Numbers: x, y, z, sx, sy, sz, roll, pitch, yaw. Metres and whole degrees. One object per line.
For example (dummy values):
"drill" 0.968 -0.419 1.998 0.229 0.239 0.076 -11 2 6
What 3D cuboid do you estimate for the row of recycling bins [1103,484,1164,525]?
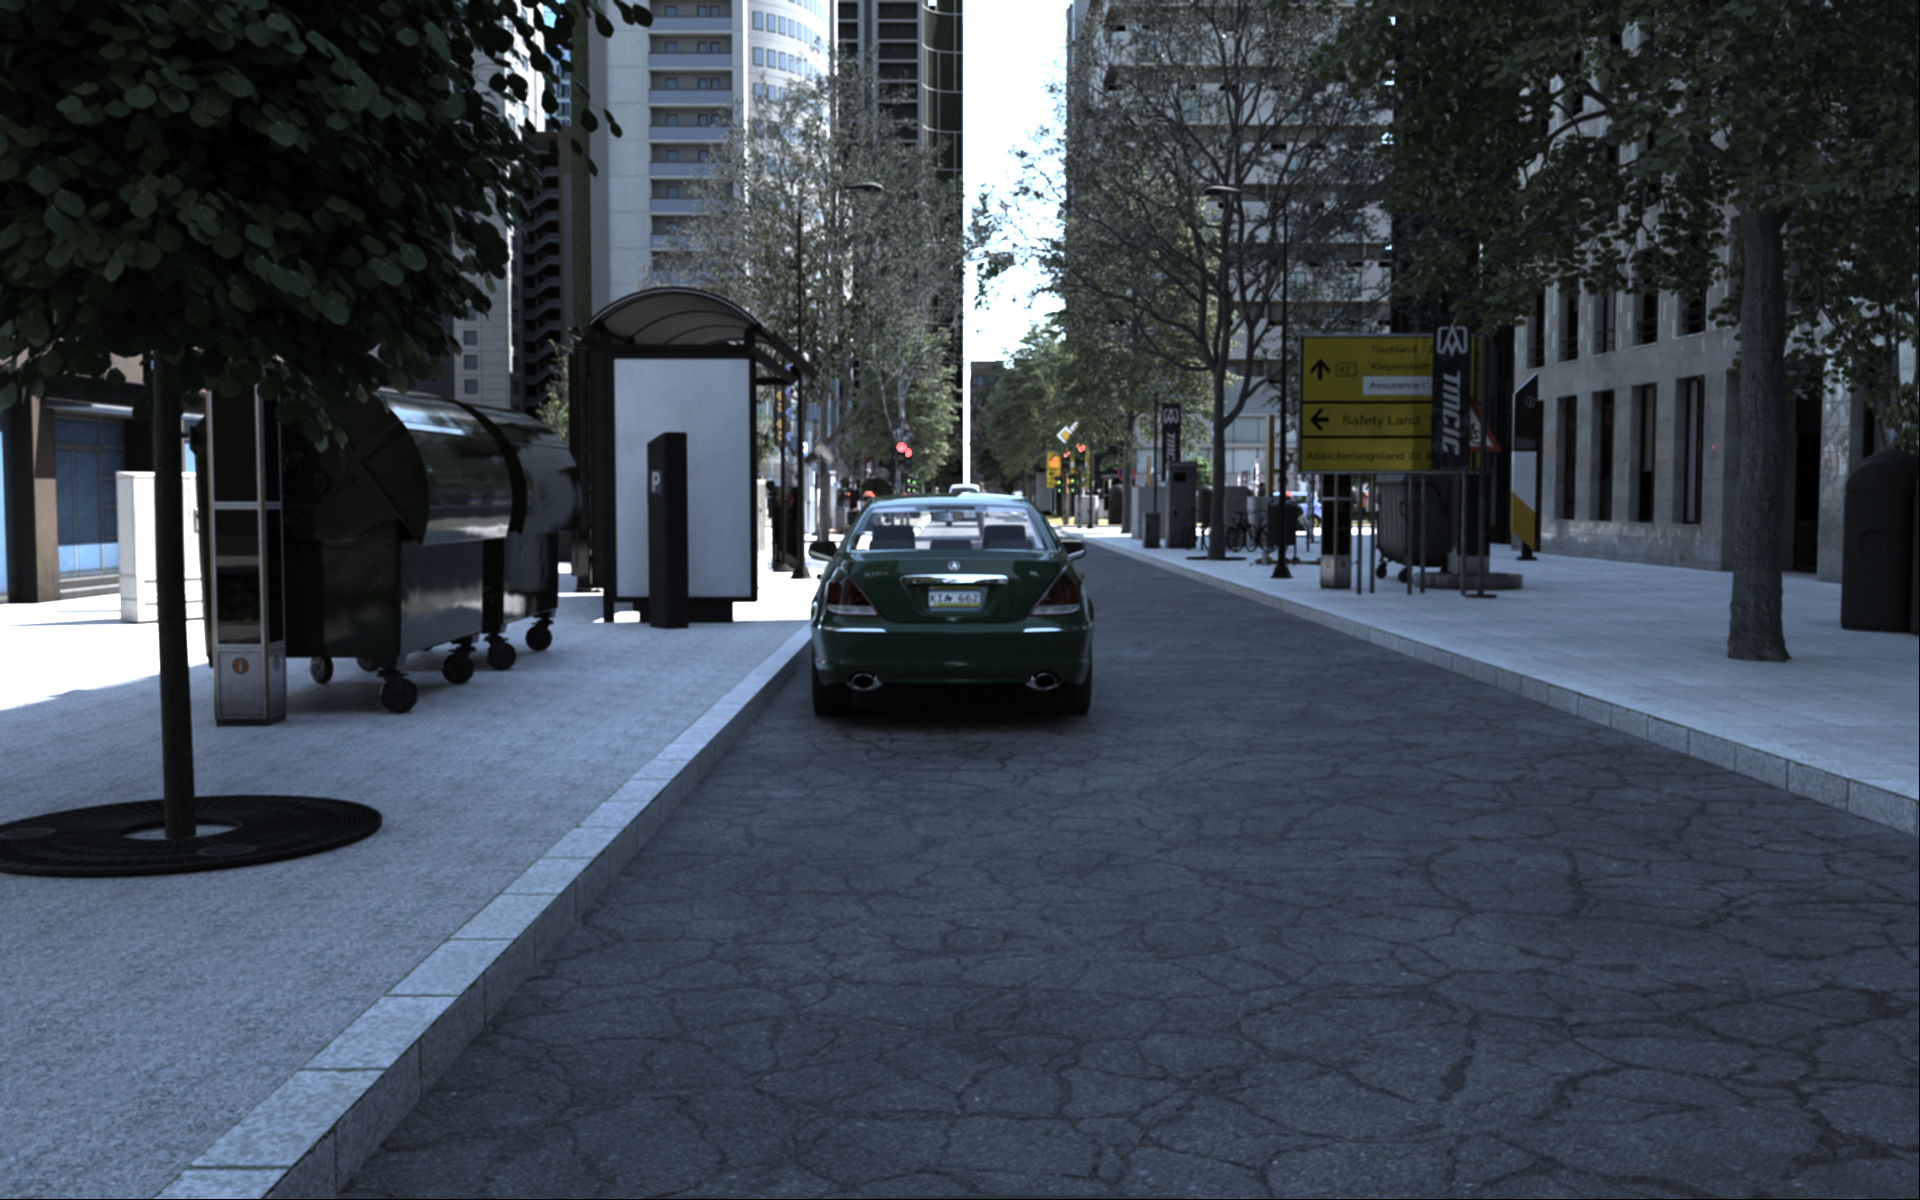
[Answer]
"row of recycling bins" 7.977 -4.019 72.828 3.534 1.692 1.069 -1 4 -14

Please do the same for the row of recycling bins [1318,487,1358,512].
"row of recycling bins" 19.192 -4.956 88.145 1.069 1.692 3.534 -1 4 -11

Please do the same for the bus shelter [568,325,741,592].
"bus shelter" -4.276 -2.103 25.660 1.731 3.624 6.357 0 4 0

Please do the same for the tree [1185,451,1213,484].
"tree" 17.808 -8.902 129.269 4.285 4.588 4.351 0 3 0

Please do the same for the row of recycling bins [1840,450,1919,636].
"row of recycling bins" 9.262 -0.490 15.122 1.069 1.692 3.534 -1 4 -21

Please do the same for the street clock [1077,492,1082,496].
"street clock" 5.684 -4.738 82.038 0.358 2.002 0.471 0 4 0

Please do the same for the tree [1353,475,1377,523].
"tree" 18.024 -5.642 75.960 4.285 4.588 4.351 0 3 0

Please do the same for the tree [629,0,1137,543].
"tree" -3.513 -8.280 45.754 12.009 13.543 11.850 0 3 0

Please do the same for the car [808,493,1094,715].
"car" -0.085 -0.054 12.679 2.131 1.459 4.920 0 4 -1

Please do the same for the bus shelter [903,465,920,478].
"bus shelter" -4.023 -8.901 136.814 1.731 3.624 6.357 0 4 0

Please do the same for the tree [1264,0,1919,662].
"tree" 5.798 -5.805 13.034 7.486 12.596 7.792 0 3 0

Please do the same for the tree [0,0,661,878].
"tree" -2.842 -1.387 6.384 4.285 4.588 4.351 0 3 0

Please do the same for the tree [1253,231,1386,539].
"tree" 10.043 -6.039 49.107 4.360 8.622 3.978 0 3 0

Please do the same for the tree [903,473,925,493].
"tree" -3.239 -7.770 121.641 1.663 3.219 1.824 0 3 0

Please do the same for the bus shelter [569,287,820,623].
"bus shelter" -2.814 -1.578 19.720 2.014 3.302 5.546 0 4 0

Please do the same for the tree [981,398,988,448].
"tree" 5.301 -11.741 110.086 7.486 12.596 7.792 0 3 0

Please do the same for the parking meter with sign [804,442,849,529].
"parking meter with sign" -4.489 -3.735 57.330 1.738 3.016 0.543 2 4 26

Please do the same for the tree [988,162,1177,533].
"tree" 5.875 -8.497 57.055 7.486 12.596 7.792 0 3 0

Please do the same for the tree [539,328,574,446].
"tree" -16.302 -7.710 76.420 4.737 8.622 4.395 0 3 0

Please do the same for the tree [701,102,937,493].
"tree" -3.122 -5.084 33.487 4.360 8.622 3.978 0 3 0

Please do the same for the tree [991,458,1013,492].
"tree" 5.067 -15.483 203.511 4.360 8.622 3.978 0 3 0

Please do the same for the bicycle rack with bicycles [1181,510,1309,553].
"bicycle rack with bicycles" 6.567 -1.562 38.915 2.852 0.926 2.925 -1 4 -15

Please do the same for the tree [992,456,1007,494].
"tree" 4.654 -14.258 183.487 4.737 8.622 4.395 0 3 0

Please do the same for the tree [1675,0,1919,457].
"tree" 10.542 -4.252 19.880 4.737 8.622 4.395 0 3 0

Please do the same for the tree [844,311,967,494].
"tree" -3.346 -11.447 105.281 7.486 12.596 7.792 0 3 0

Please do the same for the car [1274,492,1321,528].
"car" 12.592 -3.629 68.926 3.694 1.707 1.945 0 3 0

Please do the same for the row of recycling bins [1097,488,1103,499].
"row of recycling bins" 9.392 -5.527 97.486 3.534 1.692 1.069 3 4 38

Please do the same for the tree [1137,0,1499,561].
"tree" 5.148 -7.531 33.503 12.009 13.543 11.850 0 3 0

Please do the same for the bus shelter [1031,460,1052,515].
"bus shelter" 5.295 -6.628 102.296 2.014 3.302 5.546 0 4 0

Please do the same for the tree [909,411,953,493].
"tree" -2.972 -11.991 146.408 4.737 8.622 4.395 0 3 0

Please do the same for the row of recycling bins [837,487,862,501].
"row of recycling bins" -6.993 -6.172 108.032 1.069 1.692 3.534 -3 4 -36

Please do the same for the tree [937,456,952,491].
"tree" -3.140 -15.991 211.820 4.360 8.622 3.978 0 3 0

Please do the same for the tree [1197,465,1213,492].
"tree" 16.601 -7.517 117.497 1.663 3.219 1.824 0 3 0

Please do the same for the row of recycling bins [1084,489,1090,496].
"row of recycling bins" 11.017 -7.793 134.529 3.534 1.692 1.069 2 4 30

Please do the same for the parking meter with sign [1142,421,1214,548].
"parking meter with sign" 5.230 -2.743 41.116 1.738 3.016 0.543 0 4 -6

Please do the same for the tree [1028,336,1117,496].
"tree" 5.271 -7.739 76.891 4.737 8.622 4.395 0 3 0

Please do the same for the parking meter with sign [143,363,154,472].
"parking meter with sign" -8.078 -1.410 19.314 1.738 3.016 0.543 -1 4 -13

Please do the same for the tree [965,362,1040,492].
"tree" 5.347 -15.805 165.060 9.857 13.997 8.962 0 3 0

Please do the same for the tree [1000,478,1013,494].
"tree" 5.196 -11.137 176.698 1.663 3.219 1.824 0 3 0

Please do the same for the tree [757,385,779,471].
"tree" -13.289 -9.834 111.143 4.737 8.622 4.395 0 3 0

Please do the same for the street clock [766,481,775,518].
"street clock" -10.125 -5.380 92.533 0.358 2.002 0.471 3 4 37

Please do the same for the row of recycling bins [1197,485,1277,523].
"row of recycling bins" 12.320 -4.275 77.005 3.534 1.692 1.069 1 4 15

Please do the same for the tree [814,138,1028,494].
"tree" -2.421 -14.333 90.231 12.611 20.169 13.585 0 3 0

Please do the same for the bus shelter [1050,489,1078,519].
"bus shelter" 5.887 -7.156 94.628 2.179 5.291 8.768 0 3 0

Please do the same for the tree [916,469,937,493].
"tree" -3.755 -10.977 163.190 4.285 4.588 4.351 0 3 0

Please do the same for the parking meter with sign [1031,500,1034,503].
"parking meter with sign" 5.287 -7.276 115.230 0.543 3.016 1.738 -3 5 -44

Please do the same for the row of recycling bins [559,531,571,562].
"row of recycling bins" -7.150 -1.581 32.964 3.534 1.692 1.069 -1 4 -9

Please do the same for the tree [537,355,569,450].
"tree" -20.015 -8.598 90.947 4.360 8.622 3.978 0 3 0
